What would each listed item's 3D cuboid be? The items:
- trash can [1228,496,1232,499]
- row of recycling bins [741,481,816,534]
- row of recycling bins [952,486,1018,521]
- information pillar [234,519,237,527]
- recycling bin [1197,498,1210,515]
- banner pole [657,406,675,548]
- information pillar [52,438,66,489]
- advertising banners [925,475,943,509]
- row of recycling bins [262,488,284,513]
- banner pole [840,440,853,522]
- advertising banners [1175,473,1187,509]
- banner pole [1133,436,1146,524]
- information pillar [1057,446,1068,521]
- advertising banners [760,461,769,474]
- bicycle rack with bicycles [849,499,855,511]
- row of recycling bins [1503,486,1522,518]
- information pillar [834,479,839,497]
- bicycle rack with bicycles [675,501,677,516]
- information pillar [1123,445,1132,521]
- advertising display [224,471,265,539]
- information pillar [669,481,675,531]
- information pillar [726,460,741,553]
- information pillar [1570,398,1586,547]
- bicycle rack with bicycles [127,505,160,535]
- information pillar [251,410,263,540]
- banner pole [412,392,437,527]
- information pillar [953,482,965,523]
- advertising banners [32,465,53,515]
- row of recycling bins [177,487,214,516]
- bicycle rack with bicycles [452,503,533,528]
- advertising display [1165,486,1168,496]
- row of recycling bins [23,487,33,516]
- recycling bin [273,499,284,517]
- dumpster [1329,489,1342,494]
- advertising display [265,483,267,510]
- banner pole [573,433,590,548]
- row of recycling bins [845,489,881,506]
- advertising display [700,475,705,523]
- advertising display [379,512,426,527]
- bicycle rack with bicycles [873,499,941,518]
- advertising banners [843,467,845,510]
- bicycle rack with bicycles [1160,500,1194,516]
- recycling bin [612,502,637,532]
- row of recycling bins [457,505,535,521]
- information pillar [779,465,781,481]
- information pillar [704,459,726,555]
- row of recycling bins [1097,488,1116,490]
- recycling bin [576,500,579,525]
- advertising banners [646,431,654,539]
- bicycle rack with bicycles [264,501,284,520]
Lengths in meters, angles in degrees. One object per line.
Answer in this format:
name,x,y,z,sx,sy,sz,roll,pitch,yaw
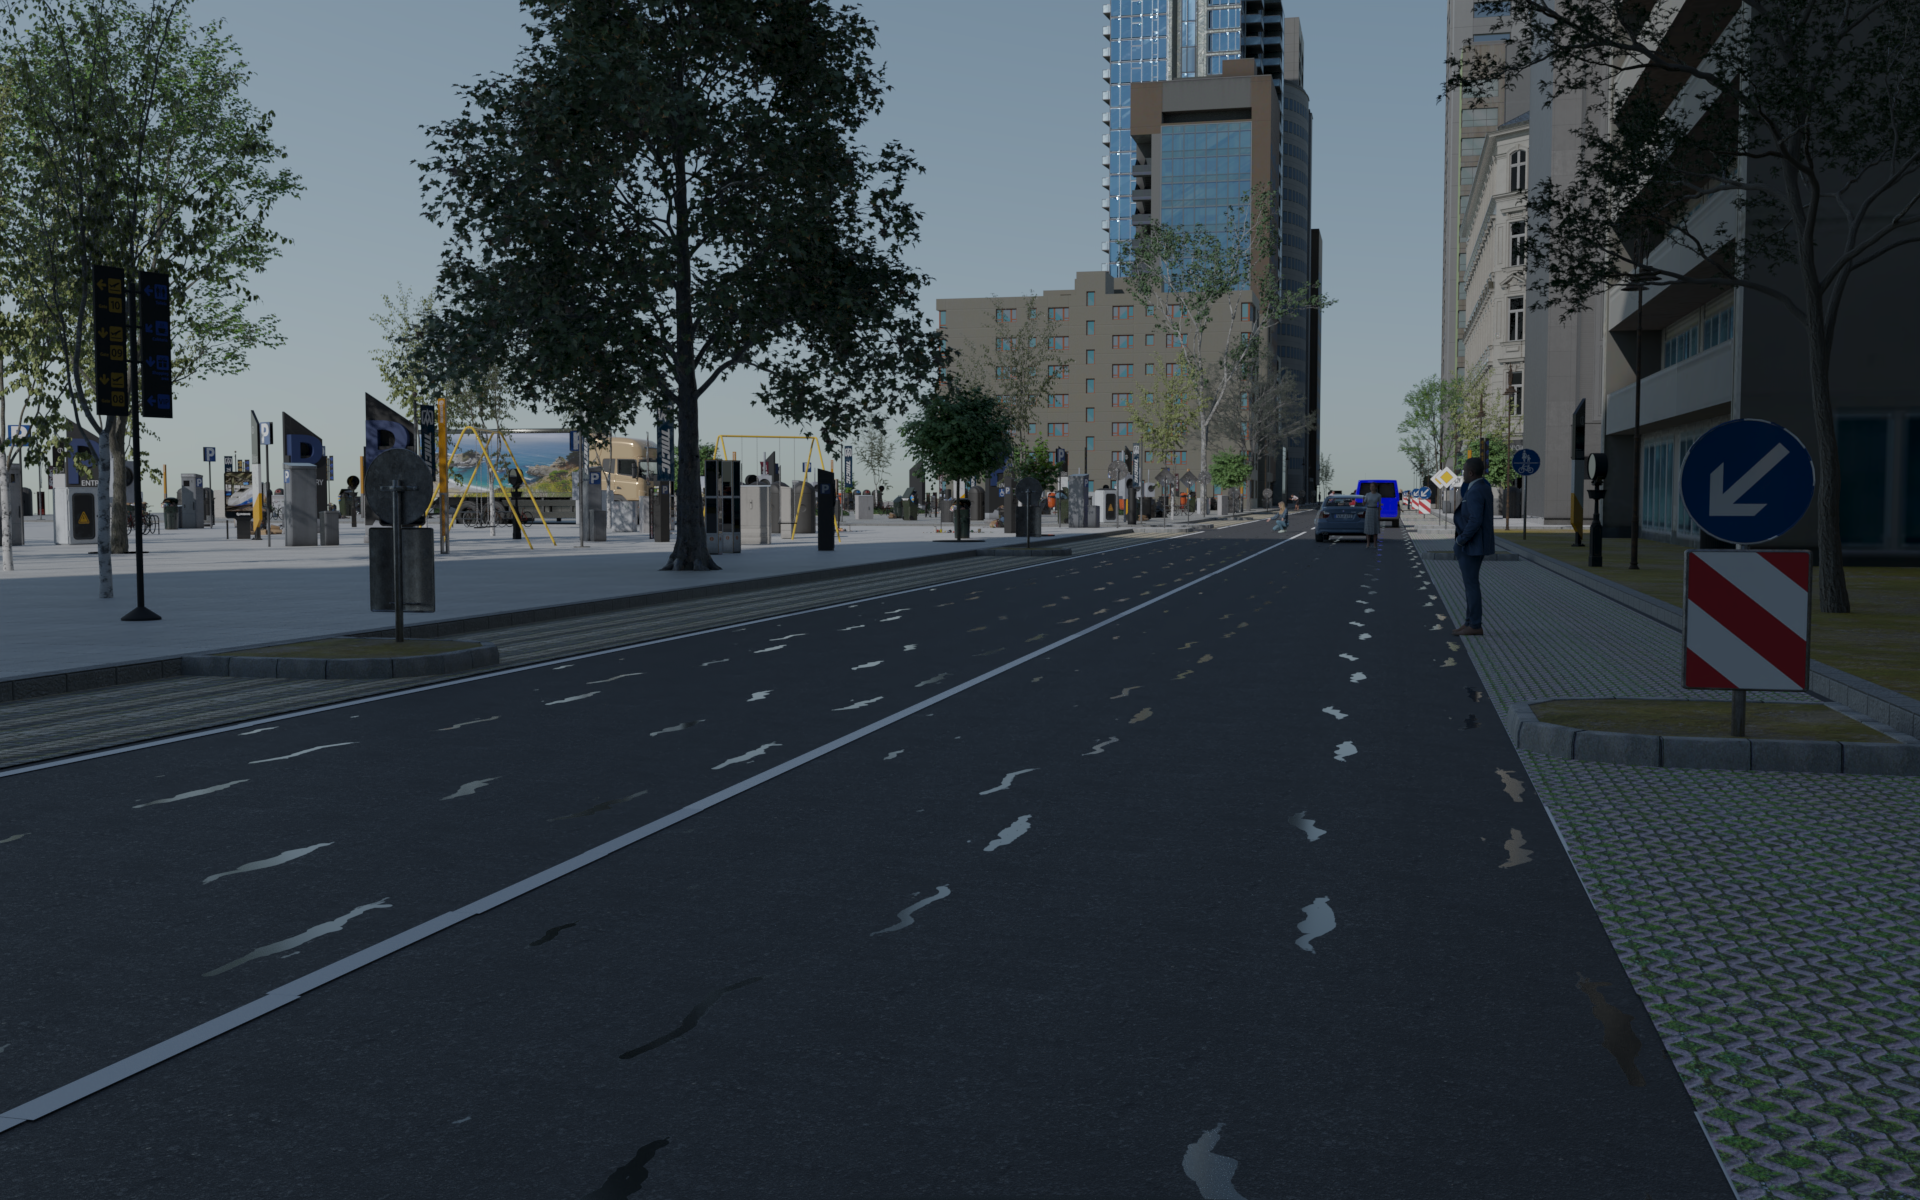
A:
trash can,18.536,-6.605,119.650,0.748,1.137,0.748,0,3,0
row of recycling bins,-6.250,-3.056,57.080,3.534,1.692,1.069,2,4,32
row of recycling bins,1.255,-4.702,83.989,3.534,1.692,1.069,2,4,23
information pillar,-27.787,-3.806,66.725,0.304,2.012,0.304,-1,4,-9
recycling bin,15.079,-5.788,107.186,0.722,1.027,0.722,1,4,16
banner pole,-6.763,-3.099,40.682,0.863,3.779,0.401,-3,4,-36
information pillar,-36.906,-4.872,71.006,0.504,3.616,0.183,0,4,-5
advertising banners,-2.114,-9.059,144.303,2.074,3.025,0.090,-3,5,-43
row of recycling bins,-47.770,-6.931,120.438,3.534,1.692,1.069,-1,4,-9
banner pole,-5.196,-5.427,78.752,0.863,3.779,0.401,3,4,36
advertising banners,18.908,-9.241,147.272,2.074,3.025,0.090,-3,5,-43
banner pole,7.668,-5.166,74.476,0.401,3.779,0.863,-2,4,-31
information pillar,4.962,-5.644,83.628,0.504,3.616,0.183,0,4,7
advertising banners,-9.827,-5.934,93.215,2.074,3.025,0.090,-2,4,-31
bicycle rack with bicycles,-6.279,-6.519,119.965,2.852,0.926,2.925,2,4,28
row of recycling bins,30.399,-5.186,91.902,3.534,1.692,1.069,-1,4,-22
information pillar,-6.093,-4.879,84.267,0.304,2.012,0.304,1,4,19
bicycle rack with bicycles,-15.740,-5.396,101.604,2.925,0.926,2.852,3,5,45
information pillar,8.084,-5.626,83.332,0.183,3.616,0.504,-2,4,-32
advertising display,-20.384,-2.693,49.246,0.974,1.923,0.123,-1,4,-19
information pillar,-10.247,-3.453,60.944,0.304,2.012,0.304,1,4,19
information pillar,-4.954,-2.020,37.521,0.304,2.012,0.304,2,4,28
information pillar,15.055,-3.109,42.181,0.504,3.616,0.183,-3,5,-42
bicycle rack with bicycles,-26.397,-2.521,54.596,2.852,0.926,2.925,1,4,13
information pillar,-19.534,-3.470,48.090,0.183,3.616,0.504,-3,5,-41
banner pole,-13.200,-3.217,42.616,0.401,3.779,0.863,2,4,31
information pillar,-0.053,-5.155,75.631,0.504,3.616,0.183,0,4,-7
advertising banners,-55.659,-6.642,104.791,0.090,3.025,2.074,2,4,31
row of recycling bins,-46.251,-5.971,104.736,3.534,1.692,1.069,3,5,39
bicycle rack with bicycles,-18.223,-3.256,66.612,2.925,0.926,2.852,3,5,39
advertising display,16.918,-8.364,141.963,0.123,1.923,0.974,1,4,19
row of recycling bins,-55.110,-5.695,100.225,1.069,1.692,3.534,1,4,8
recycling bin,-37.532,-5.085,95.692,0.722,1.027,0.722,-1,4,-15
dumpster,58.015,-16.058,267.503,1.985,2.255,1.502,1,4,12
advertising display,-40.657,-5.872,101.214,0.123,1.923,0.974,-1,4,-10
banner pole,-8.960,-3.135,41.274,0.401,3.779,0.863,-2,4,-31
row of recycling bins,-8.726,-8.963,153.661,3.534,1.692,1.069,-1,4,-22
advertising display,-8.508,-3.283,58.896,0.974,1.923,0.123,-1,4,-20
advertising display,-12.130,-1.985,37.665,0.974,1.923,0.123,-1,4,-20
bicycle rack with bicycles,-3.243,-5.494,103.204,2.852,0.926,2.925,-2,4,-28
advertising banners,-7.611,-7.192,113.769,0.090,3.025,2.074,0,4,-6
bicycle rack with bicycles,12.250,-5.456,102.580,2.925,0.926,2.852,1,4,16
recycling bin,-11.356,-2.819,58.648,0.722,1.027,0.722,0,4,2
row of recycling bins,-21.746,-4.529,81.155,3.534,1.692,1.069,-1,4,-11
information pillar,-14.668,-9.085,139.894,0.504,3.616,0.183,1,4,20
information pillar,-5.207,-1.964,36.606,0.304,2.012,0.304,1,4,10
row of recycling bins,10.673,-7.209,124.987,1.069,1.692,3.534,2,4,24
recycling bin,-15.428,-3.596,71.341,0.722,1.027,0.722,-1,4,-9
advertising banners,-8.829,-3.257,49.434,0.090,3.025,2.074,0,4,-4
bicycle rack with bicycles,-33.991,-4.454,86.206,2.852,0.926,2.925,-3,5,-41
